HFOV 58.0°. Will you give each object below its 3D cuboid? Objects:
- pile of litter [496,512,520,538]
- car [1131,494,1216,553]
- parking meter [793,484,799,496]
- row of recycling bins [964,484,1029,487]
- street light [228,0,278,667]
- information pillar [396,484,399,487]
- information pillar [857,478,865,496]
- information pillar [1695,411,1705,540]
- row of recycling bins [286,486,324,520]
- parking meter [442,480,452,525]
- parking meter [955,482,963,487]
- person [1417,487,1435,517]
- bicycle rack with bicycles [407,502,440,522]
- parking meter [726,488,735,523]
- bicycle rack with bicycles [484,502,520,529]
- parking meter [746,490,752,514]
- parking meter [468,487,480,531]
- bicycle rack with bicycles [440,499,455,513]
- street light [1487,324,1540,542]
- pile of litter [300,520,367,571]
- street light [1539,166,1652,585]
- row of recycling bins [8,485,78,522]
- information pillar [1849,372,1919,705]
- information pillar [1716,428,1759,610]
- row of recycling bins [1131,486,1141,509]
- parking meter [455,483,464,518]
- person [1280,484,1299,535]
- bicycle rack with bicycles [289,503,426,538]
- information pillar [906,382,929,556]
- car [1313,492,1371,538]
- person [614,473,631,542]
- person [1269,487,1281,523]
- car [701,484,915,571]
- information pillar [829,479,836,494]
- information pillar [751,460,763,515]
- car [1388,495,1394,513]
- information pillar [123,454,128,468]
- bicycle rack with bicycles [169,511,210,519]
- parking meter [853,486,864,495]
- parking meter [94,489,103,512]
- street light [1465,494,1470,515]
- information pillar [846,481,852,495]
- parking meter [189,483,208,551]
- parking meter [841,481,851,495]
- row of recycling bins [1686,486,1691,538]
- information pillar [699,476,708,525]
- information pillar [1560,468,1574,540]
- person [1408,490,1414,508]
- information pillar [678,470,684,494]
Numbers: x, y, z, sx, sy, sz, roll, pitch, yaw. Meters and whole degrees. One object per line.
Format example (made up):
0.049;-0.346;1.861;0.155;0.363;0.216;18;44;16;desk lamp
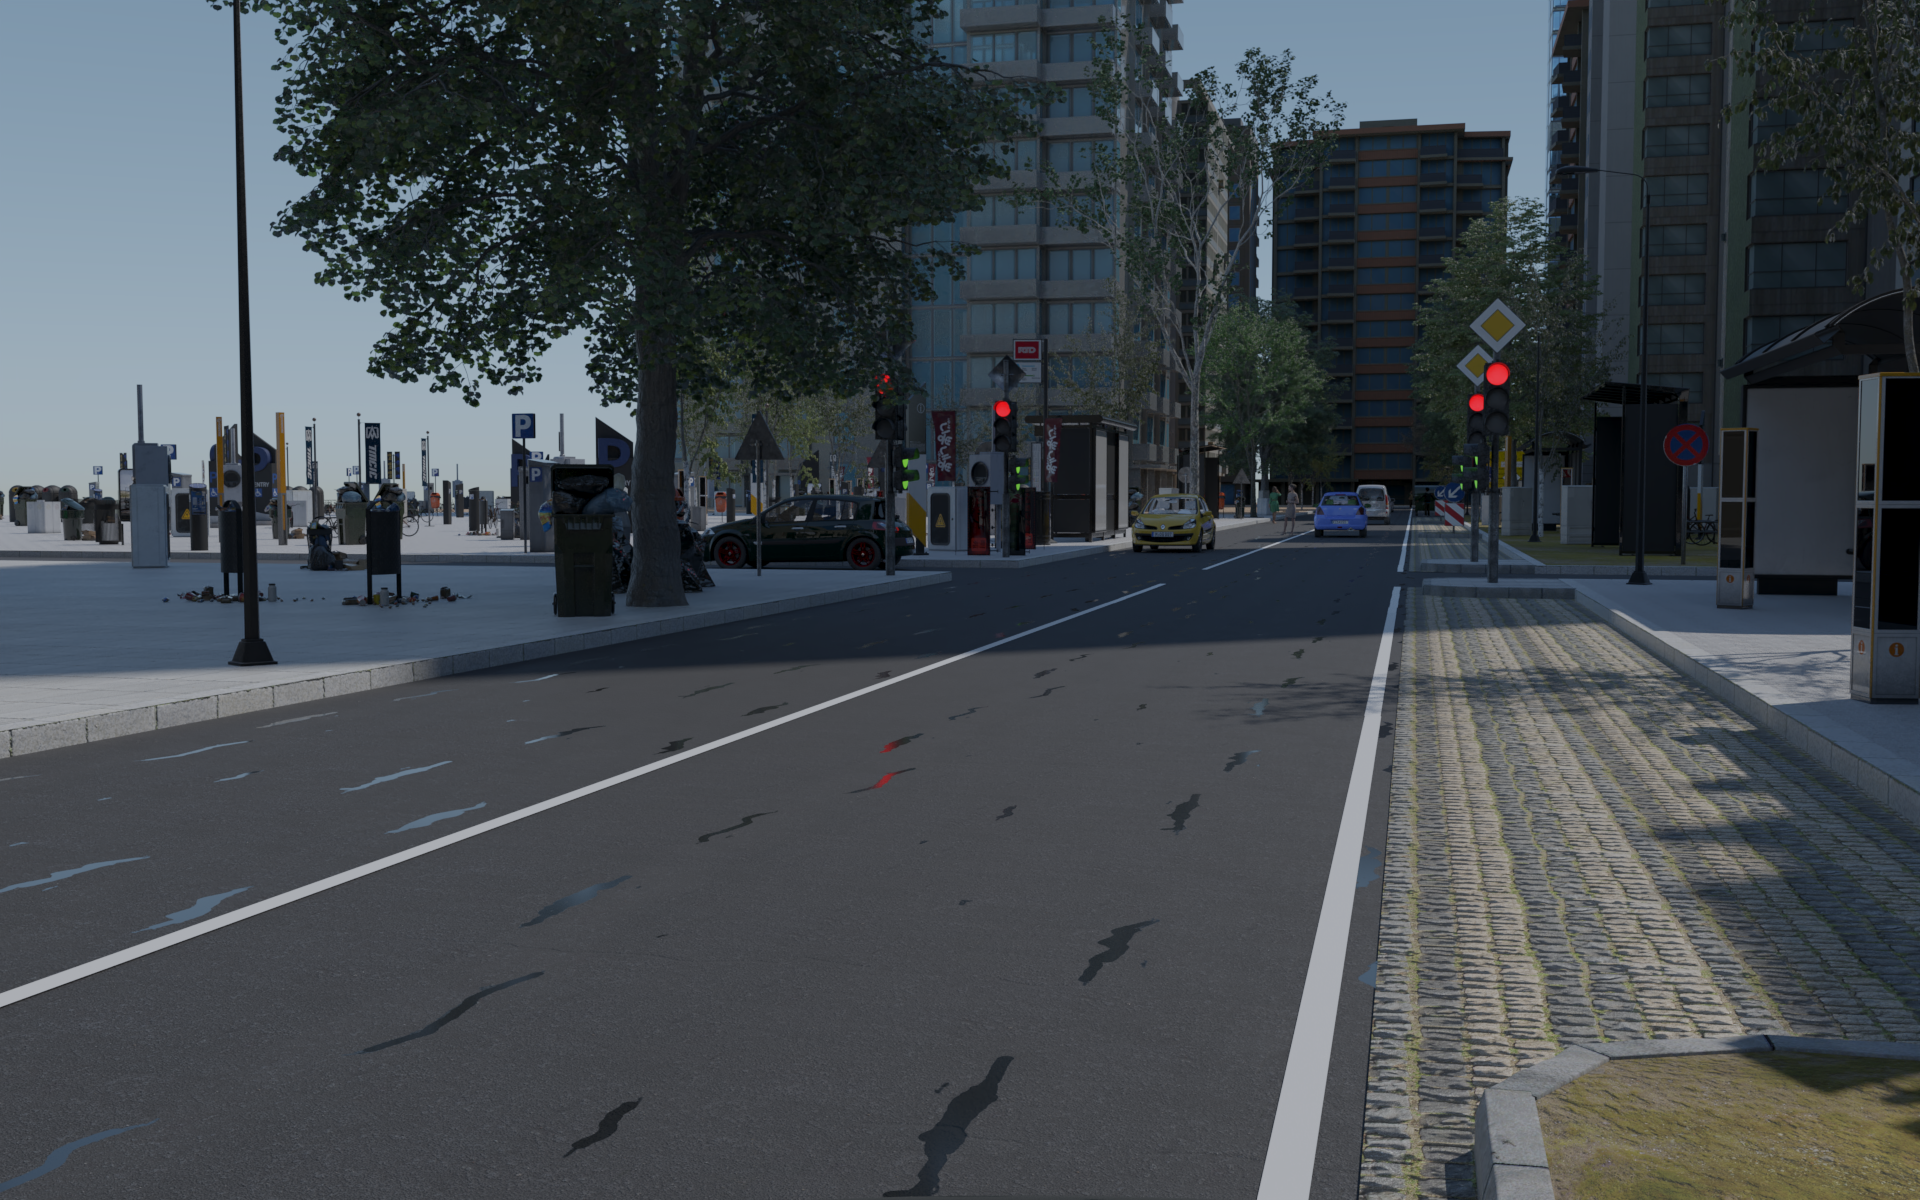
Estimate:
-12.947;-2.250;50.758;1.176;0.858;1.719;-2;4;-32;pile of litter
5.424;-2.052;43.769;2.015;1.641;3.980;1;4;15;car
-9.524;-5.772;100.085;0.399;1.863;0.255;3;5;44;parking meter
1.575;-4.175;75.375;3.534;1.692;1.069;2;4;32;row of recycling bins
-4.809;-2.458;12.734;1.470;5.913;1.316;1;4;15;street light
-39.660;-7.189;122.033;0.304;2.012;0.304;-1;4;-9;information pillar
-4.664;-4.717;81.618;0.304;2.012;0.304;1;4;11;information pillar
20.776;-3.500;48.579;0.183;3.616;0.504;2;4;30;information pillar
-33.597;-4.917;87.501;3.534;1.692;1.069;2;4;24;row of recycling bins
-21.595;-4.112;72.938;0.255;1.863;0.399;0;4;4;parking meter
-0.059;-5.004;87.521;0.399;1.863;0.255;3;5;41;parking meter
29.406;-6.175;109.089;1.348;1.869;0.705;-1;4;-18;person
-25.207;-3.946;77.903;2.925;0.926;2.852;-1;4;-23;bicycle rack with bicycles
-9.498;-3.875;71.768;0.372;1.533;0.369;0;3;0;parking meter
-16.656;-3.117;64.350;2.852;0.926;2.925;-1;4;-12;bicycle rack with bicycles
-13.472;-6.251;110.619;0.372;1.533;0.369;0;3;0;parking meter
-16.818;-3.152;59.948;0.372;1.533;0.369;0;3;0;parking meter
-35.703;-6.523;120.035;2.925;0.926;2.852;-2;4;-27;bicycle rack with bicycles
14.824;-4.507;46.222;1.470;5.913;1.316;1;4;15;street light
-10.668;-0.952;29.535;1.176;0.858;1.719;-1;4;-14;pile of litter
9.122;-3.181;24.556;1.470;5.913;1.316;1;4;15;street light
-41.896;-4.409;79.203;3.534;1.692;1.069;1;4;14;row of recycling bins
5.708;-0.376;10.637;0.304;2.012;0.304;0;4;4;information pillar
8.691;-0.910;19.368;0.304;2.012;0.304;-3;5;-43;information pillar
8.747;-5.190;91.967;1.069;1.692;3.534;-1;4;-11;row of recycling bins
-27.207;-5.409;94.151;0.255;1.863;0.399;3;5;42;parking meter
11.450;-3.138;60.147;0.374;1.781;0.599;-2;4;-34;person
-17.876;-2.319;51.303;2.925;0.926;2.852;0;4;5;bicycle rack with bicycles
-0.900;-2.739;36.139;0.504;3.616;0.183;-3;5;-41;information pillar
12.829;-2.976;58.250;1.945;1.707;3.694;1;4;14;car
-6.118;-1.363;30.974;0.537;1.800;0.526;1;4;20;person
15.329;-4.633;84.499;0.600;1.795;0.529;1;4;23;person
-2.944;-1.418;32.963;4.222;1.686;2.009;1;4;13;car
-6.105;-4.825;83.386;0.304;2.012;0.304;1;4;16;information pillar
-8.122;-4.770;69.336;0.504;3.616;0.183;0;4;0;information pillar
33.104;-7.574;136.197;2.083;1.381;4.827;1;4;16;car
-48.559;-6.691;100.754;0.504;3.616;0.183;3;4;37;information pillar
-29.963;-3.382;68.673;2.852;0.926;2.925;0;4;2;bicycle rack with bicycles
-3.309;-2.946;56.572;0.372;1.533;0.369;0;3;0;parking meter
-40.531;-4.469;81.474;0.372;1.533;0.369;0;3;0;parking meter
22.418;-6.284;75.289;1.470;5.913;1.316;1;4;15;street light
-6.182;-5.616;96.318;0.304;2.012;0.304;0;4;4;information pillar
-17.255;-1.886;39.255;0.372;1.533;0.369;0;3;0;parking meter
-5.066;-4.346;76.771;0.399;1.863;0.255;1;4;10;parking meter
20.769;-2.675;50.842;1.069;1.692;3.534;1;4;18;row of recycling bins
-10.621;-4.111;71.705;0.304;2.012;0.304;0;4;3;information pillar
17.061;-2.704;48.709;0.304;2.012;0.304;2;4;23;information pillar
46.448;-10.376;178.244;0.705;1.812;1.348;3;5;41;person
-8.319;-2.914;52.137;0.304;2.012;0.304;0;4;-6;information pillar
